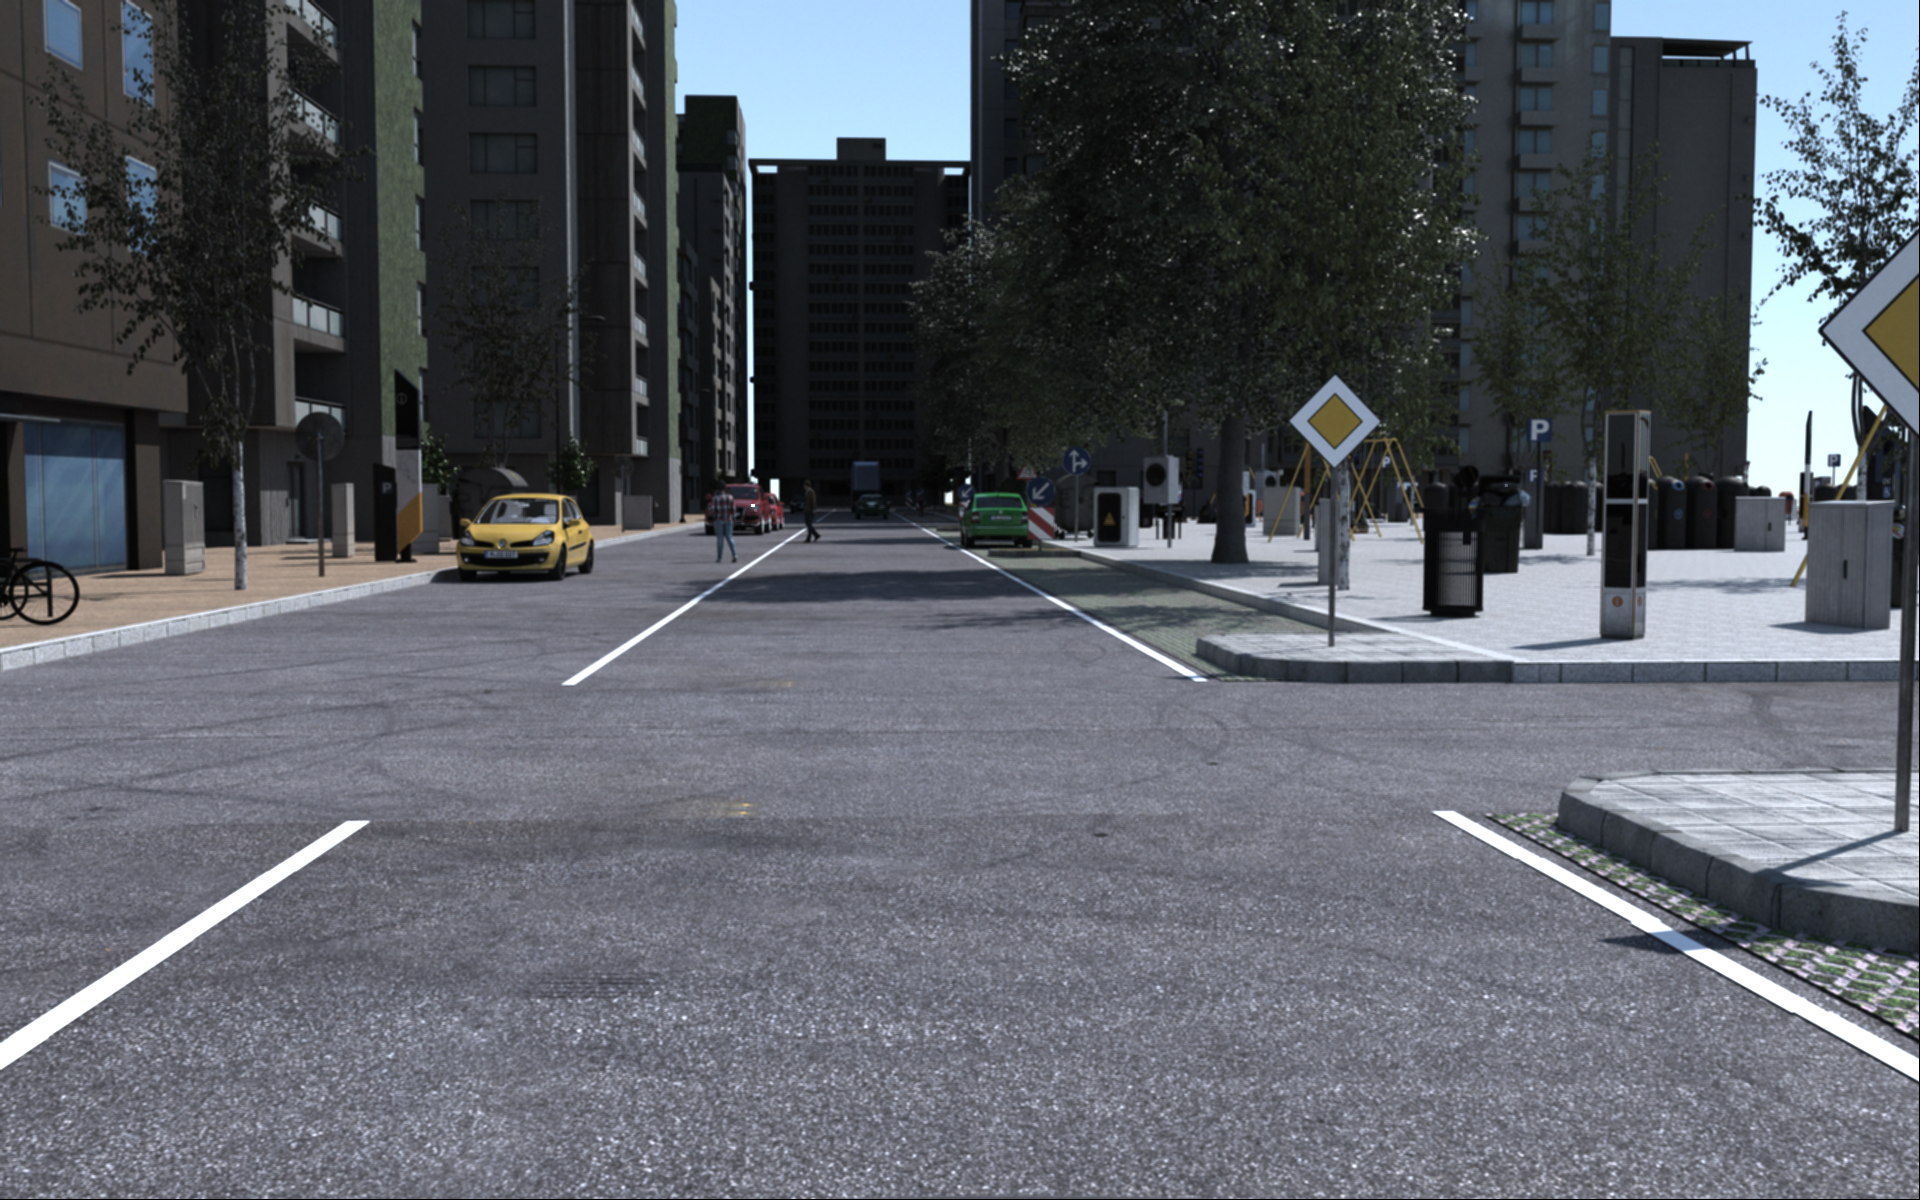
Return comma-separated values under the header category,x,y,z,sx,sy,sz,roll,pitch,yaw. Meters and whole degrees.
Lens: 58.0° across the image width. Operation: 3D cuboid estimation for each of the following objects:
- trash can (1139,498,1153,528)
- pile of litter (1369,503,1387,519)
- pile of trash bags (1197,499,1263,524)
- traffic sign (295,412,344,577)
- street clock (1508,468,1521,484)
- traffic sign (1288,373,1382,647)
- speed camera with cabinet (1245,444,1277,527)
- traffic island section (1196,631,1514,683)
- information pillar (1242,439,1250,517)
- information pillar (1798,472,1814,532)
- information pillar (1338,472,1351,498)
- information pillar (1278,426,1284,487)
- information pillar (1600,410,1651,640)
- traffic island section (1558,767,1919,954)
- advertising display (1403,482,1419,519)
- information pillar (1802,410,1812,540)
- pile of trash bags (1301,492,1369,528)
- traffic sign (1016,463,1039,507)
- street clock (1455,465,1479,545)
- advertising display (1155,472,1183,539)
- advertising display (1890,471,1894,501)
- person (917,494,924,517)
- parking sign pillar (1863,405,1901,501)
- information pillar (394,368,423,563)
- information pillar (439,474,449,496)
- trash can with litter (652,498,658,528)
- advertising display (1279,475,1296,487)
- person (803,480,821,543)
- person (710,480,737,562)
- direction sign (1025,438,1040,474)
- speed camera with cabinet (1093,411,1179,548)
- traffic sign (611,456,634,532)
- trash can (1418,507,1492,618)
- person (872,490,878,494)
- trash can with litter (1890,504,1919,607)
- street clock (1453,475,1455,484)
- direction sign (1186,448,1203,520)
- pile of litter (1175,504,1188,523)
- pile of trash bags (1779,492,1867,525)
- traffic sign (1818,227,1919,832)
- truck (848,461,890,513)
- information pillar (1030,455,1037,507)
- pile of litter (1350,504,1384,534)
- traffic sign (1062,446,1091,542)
category,x,y,z,sx,sy,sz,roll,pitch,yaw
trash can,7.049,-3.320,65.930,0.748,1.137,0.748,0,3,0
pile of litter,21.023,-4.588,88.979,1.719,0.858,1.176,2,4,23
pile of trash bags,12.084,-4.045,75.881,3.447,1.369,1.912,-3,5,-40
traffic sign,-9.919,-1.635,26.838,0.768,2.556,0.104,0,4,2
street clock,15.216,-2.631,47.592,0.358,2.002,0.471,0,4,-1
traffic sign,3.122,-0.665,14.510,0.795,2.450,0.064,0,4,-3
speed camera with cabinet,11.391,-4.471,67.429,2.038,3.252,0.660,-2,4,-32
traffic island section,3.145,0.470,14.589,2.009,0.180,2.903,0,4,-3
information pillar,10.210,-4.357,62.598,0.504,3.616,0.183,-1,4,-12
information pillar,28.361,-3.276,58.059,0.304,2.012,0.304,0,4,-7
information pillar,12.864,-3.277,58.064,0.304,2.012,0.304,-3,5,-42
information pillar,10.932,-4.143,59.099,0.183,3.616,0.504,0,4,-2
information pillar,5.890,-0.663,15.339,0.304,2.012,0.304,3,5,40
traffic island section,3.610,0.958,6.617,2.009,0.180,2.903,0,4,-3
advertising display,23.255,-5.164,89.651,0.974,1.923,0.123,0,4,-7
information pillar,23.682,-3.488,48.388,0.183,3.616,0.504,2,4,34
pile of trash bags,14.011,-3.463,66.364,1.912,1.369,3.447,-3,4,-38
traffic sign,2.479,-3.876,63.384,0.884,2.594,0.081,0,4,2
street clock,12.829,-2.395,43.728,0.471,2.002,0.358,0,4,8
advertising display,5.965,-2.704,49.432,0.974,1.923,0.123,-2,4,-35
advertising display,26.534,-2.639,48.369,0.974,1.923,0.123,1,4,18
person,-2.438,-5.913,108.415,0.421,1.427,0.697,1,4,13
parking sign pillar,28.148,-3.940,52.891,1.447,3.967,1.447,-2,4,-23
information pillar,-10.313,-2.508,32.366,0.504,3.616,0.183,1,4,13
information pillar,-18.496,-3.525,62.120,0.304,2.012,0.304,0,4,-4
trash can with litter,-11.634,-3.244,64.432,0.624,1.170,1.055,0,4,3
advertising display,10.946,-3.221,57.870,0.123,1.923,0.974,-1,4,-17
person,-4.452,-2.629,51.393,0.656,1.842,0.836,2,4,34
person,-4.976,-1.657,36.428,0.563,1.720,0.643,-2,4,-27
direction sign,2.885,-4.707,68.953,0.379,3.537,0.876,-3,5,-40
speed camera with cabinet,4.225,-2.895,41.676,2.038,3.252,0.660,2,4,34
traffic sign,-11.291,-3.540,57.977,0.768,2.556,0.104,0,4,0
trash can,5.181,-0.399,18.180,0.748,1.137,0.748,0,3,0
person,-5.902,-6.903,122.171,0.445,1.727,0.742,1,4,17
trash can with litter,10.455,-0.520,19.897,0.624,1.170,1.055,-2,4,-29
street clock,16.851,-3.290,58.357,0.471,2.002,0.358,0,4,4
direction sign,11.639,-5.751,86.027,0.876,3.537,0.379,1,4,19
pile of litter,9.763,-3.926,78.161,1.176,0.858,1.719,1,4,19
pile of trash bags,36.017,-3.861,72.887,3.447,1.369,1.912,-1,4,-11
traffic sign,3.587,-0.177,6.538,0.795,2.450,0.064,0,4,-3
truck,-7.212,-9.004,136.967,2.967,4.110,18.799,0,4,-5
information pillar,2.739,-4.503,64.973,0.183,3.616,0.504,-1,4,-19
pile of litter,12.850,-2.611,56.659,1.719,0.858,1.176,0,4,2
traffic sign,3.122,-2.834,46.442,0.768,2.556,0.104,0,4,5
